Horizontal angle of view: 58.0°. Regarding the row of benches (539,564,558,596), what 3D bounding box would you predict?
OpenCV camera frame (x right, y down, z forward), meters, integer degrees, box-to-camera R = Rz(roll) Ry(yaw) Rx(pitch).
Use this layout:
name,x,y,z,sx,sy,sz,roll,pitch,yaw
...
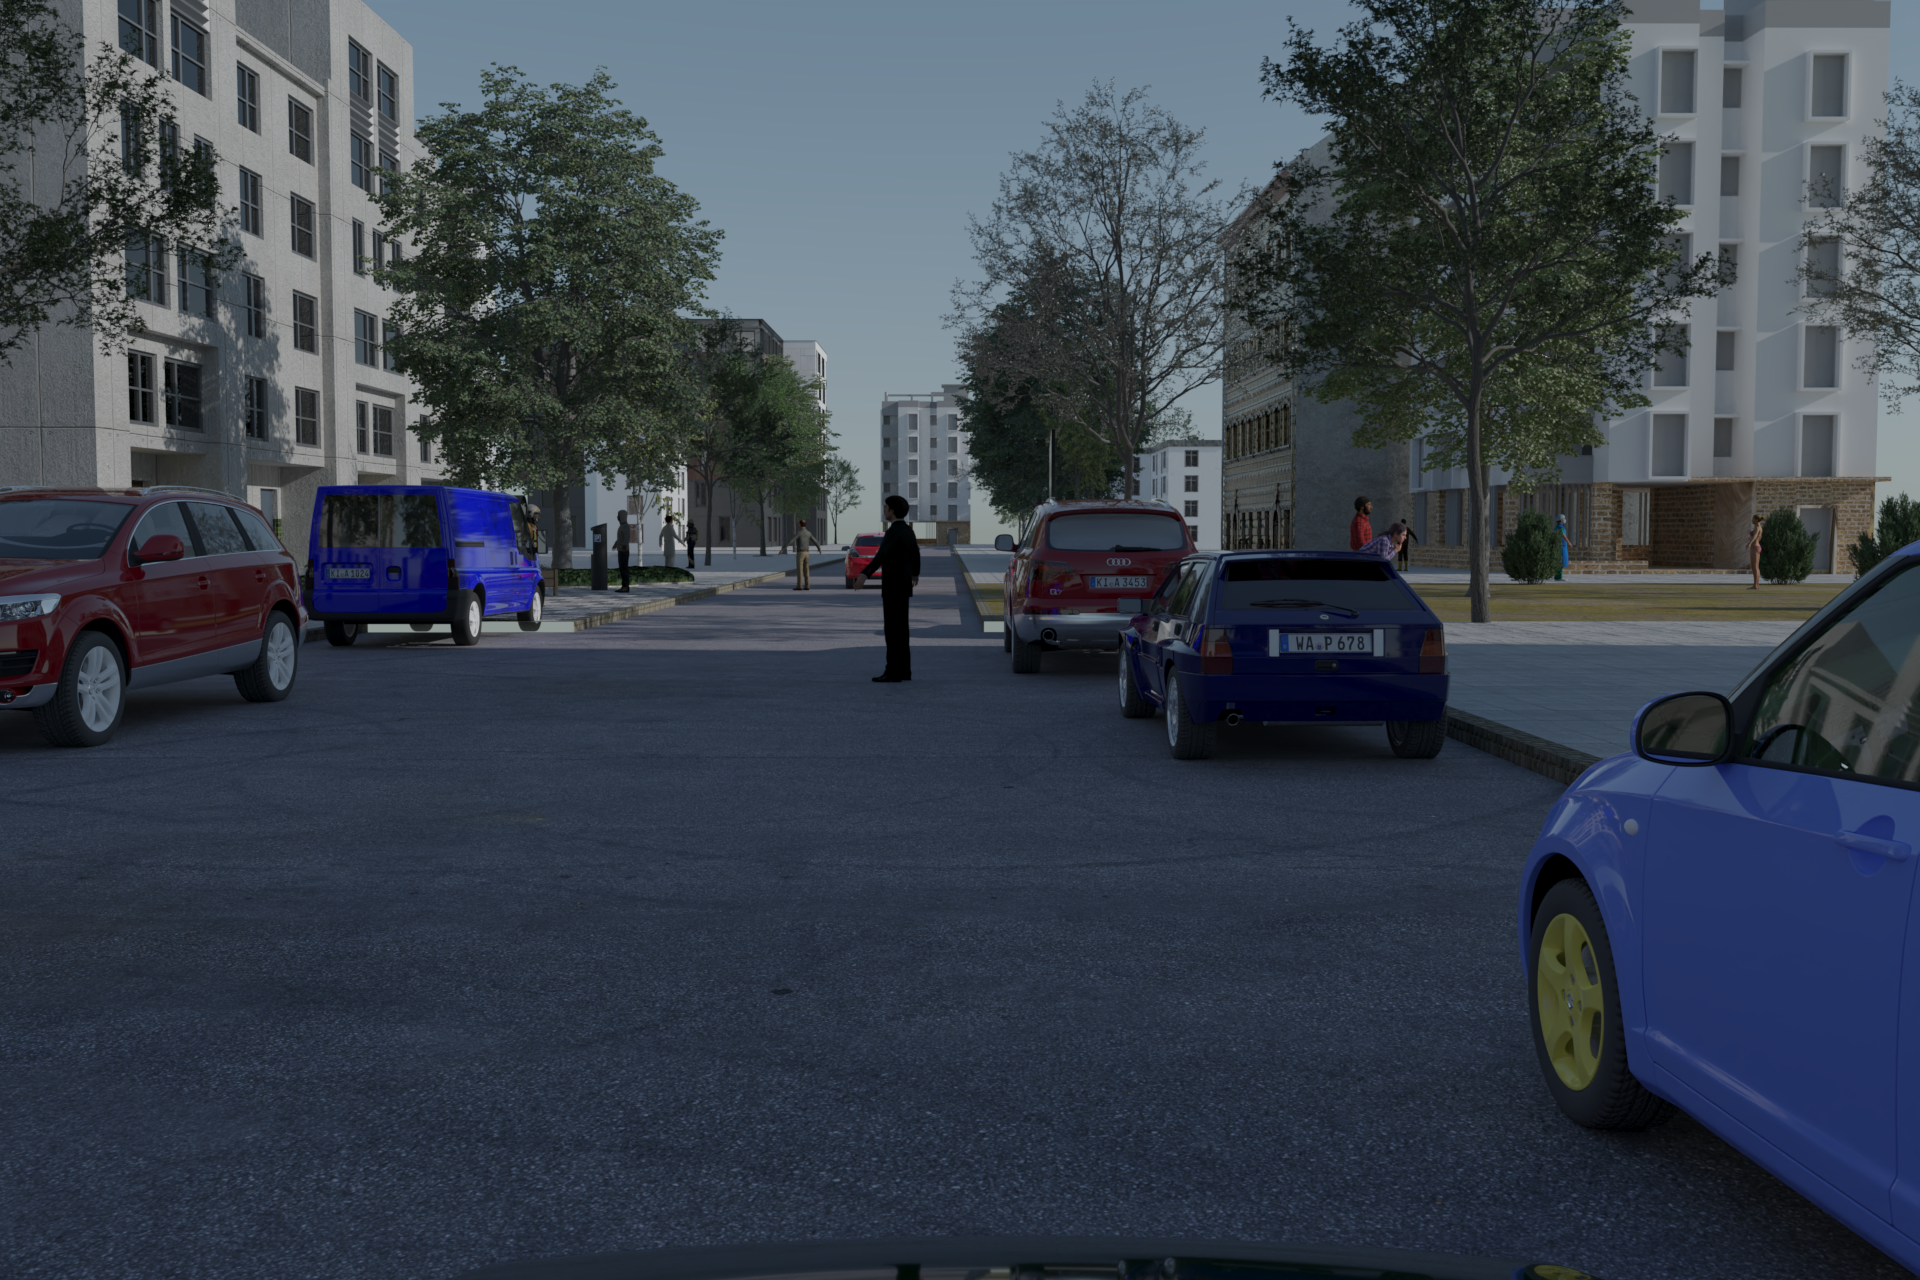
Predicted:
name,x,y,z,sx,sy,sz,roll,pitch,yaw
row of benches,-9.998,-1.326,37.144,4.104,0.672,1.422,3,5,42

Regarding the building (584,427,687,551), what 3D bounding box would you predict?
name,x,y,z,sx,sy,sz,roll,pitch,yaw
building,-27.897,-12.658,149.104,9.099,9.664,28.070,0,4,-1

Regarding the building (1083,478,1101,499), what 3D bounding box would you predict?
name,x,y,z,sx,sy,sz,roll,pitch,yaw
building,17.639,-15.678,198.478,9.099,9.664,28.070,0,4,-1

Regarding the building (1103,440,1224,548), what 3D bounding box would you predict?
name,x,y,z,sx,sy,sz,roll,pitch,yaw
building,19.201,-13.825,168.180,9.099,9.664,28.070,0,3,0

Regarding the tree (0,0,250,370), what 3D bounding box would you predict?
name,x,y,z,sx,sy,sz,roll,pitch,yaw
tree,-13.537,-5.386,22.470,8.767,10.594,7.601,-1,4,-12

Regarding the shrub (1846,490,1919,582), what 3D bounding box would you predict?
name,x,y,z,sx,sy,sz,roll,pitch,yaw
shrub,15.955,-1.527,29.382,1.690,2.028,1.600,0,3,0

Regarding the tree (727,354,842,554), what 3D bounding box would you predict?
name,x,y,z,sx,sy,sz,roll,pitch,yaw
tree,-11.288,-11.710,109.591,7.486,12.596,7.792,0,3,0

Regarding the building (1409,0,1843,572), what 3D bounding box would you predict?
name,x,y,z,sx,sy,sz,roll,pitch,yaw
building,23.069,-12.908,67.474,16.016,20.090,11.380,0,4,-1

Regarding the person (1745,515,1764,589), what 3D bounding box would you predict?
name,x,y,z,sx,sy,sz,roll,pitch,yaw
person,18.382,-2.043,40.204,0.721,1.733,1.217,2,4,32

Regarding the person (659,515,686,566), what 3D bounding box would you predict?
name,x,y,z,sx,sy,sz,roll,pitch,yaw
person,-8.168,-2.610,48.853,0.705,1.806,1.347,-3,5,-41

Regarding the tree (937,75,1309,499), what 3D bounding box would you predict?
name,x,y,z,sx,sy,sz,roll,pitch,yaw
tree,4.494,-8.322,46.440,12.009,13.543,11.850,0,3,0

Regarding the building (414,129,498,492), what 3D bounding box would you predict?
name,x,y,z,sx,sy,sz,roll,pitch,yaw
building,-30.377,-13.818,82.349,16.016,20.090,11.380,0,4,0

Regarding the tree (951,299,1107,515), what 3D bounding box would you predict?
name,x,y,z,sx,sy,sz,roll,pitch,yaw
tree,4.281,-11.361,92.401,9.857,13.997,8.962,0,3,0

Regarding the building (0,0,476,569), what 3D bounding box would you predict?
name,x,y,z,sx,sy,sz,roll,pitch,yaw
building,-28.140,-11.519,54.787,16.747,18.905,31.486,0,4,0

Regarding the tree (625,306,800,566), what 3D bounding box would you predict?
name,x,y,z,sx,sy,sz,roll,pitch,yaw
tree,-9.934,-8.301,70.138,7.601,10.594,8.767,-2,4,-30

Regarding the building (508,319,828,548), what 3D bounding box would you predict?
name,x,y,z,sx,sy,sz,roll,pitch,yaw
building,-29.112,-20.599,180.770,27.936,21.610,32.646,0,4,0

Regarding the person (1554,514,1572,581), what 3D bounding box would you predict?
name,x,y,z,sx,sy,sz,roll,pitch,yaw
person,16.410,-2.517,47.283,0.704,1.817,1.347,0,4,4

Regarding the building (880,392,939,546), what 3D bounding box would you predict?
name,x,y,z,sx,sy,sz,roll,pitch,yaw
building,-9.874,-22.283,223.203,11.380,20.090,16.016,1,4,8

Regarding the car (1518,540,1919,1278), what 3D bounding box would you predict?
name,x,y,z,sx,sy,sz,roll,pitch,yaw
car,2.333,0.396,3.123,1.945,1.707,3.694,0,4,-2

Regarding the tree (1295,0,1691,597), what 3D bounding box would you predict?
name,x,y,z,sx,sy,sz,roll,pitch,yaw
tree,10.701,-7.176,35.462,7.486,12.596,7.792,0,3,0

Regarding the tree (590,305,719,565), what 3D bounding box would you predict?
name,x,y,z,sx,sy,sz,roll,pitch,yaw
tree,-10.238,-6.466,56.076,4.737,8.622,4.395,0,3,0

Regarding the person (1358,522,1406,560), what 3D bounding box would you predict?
name,x,y,z,sx,sy,sz,roll,pitch,yaw
person,5.197,-0.753,21.584,0.697,1.427,0.421,1,4,17

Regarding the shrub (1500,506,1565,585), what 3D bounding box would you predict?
name,x,y,z,sx,sy,sz,roll,pitch,yaw
shrub,14.552,-2.424,44.052,1.690,2.028,1.600,0,3,0

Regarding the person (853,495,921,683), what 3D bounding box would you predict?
name,x,y,z,sx,sy,sz,roll,pitch,yaw
person,-0.645,-0.501,16.842,0.705,1.806,1.347,1,4,22

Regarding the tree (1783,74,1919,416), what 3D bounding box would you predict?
name,x,y,z,sx,sy,sz,roll,pitch,yaw
tree,22.599,-7.691,36.112,12.009,13.543,11.850,0,3,0

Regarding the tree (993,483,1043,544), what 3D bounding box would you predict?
name,x,y,z,sx,sy,sz,roll,pitch,yaw
tree,7.858,-18.209,215.837,7.486,12.596,7.792,0,3,0

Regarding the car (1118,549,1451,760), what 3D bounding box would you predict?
name,x,y,z,sx,sy,sz,roll,pitch,yaw
car,2.157,0.013,12.368,1.945,1.354,3.894,0,4,-2

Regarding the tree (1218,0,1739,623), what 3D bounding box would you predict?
name,x,y,z,sx,sy,sz,roll,pitch,yaw
tree,7.229,-5.535,24.907,7.601,10.594,8.767,1,4,10

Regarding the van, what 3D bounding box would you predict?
name,x,y,z,sx,sy,sz,roll,pitch,yaw
van,-7.162,-1.191,23.863,2.240,2.365,5.245,0,4,0

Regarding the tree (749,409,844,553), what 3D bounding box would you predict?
name,x,y,z,sx,sy,sz,roll,pitch,yaw
tree,-11.750,-11.348,119.947,8.767,10.594,7.601,3,4,39

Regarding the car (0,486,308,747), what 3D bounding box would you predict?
name,x,y,z,sx,sy,sz,roll,pitch,yaw
car,-6.811,-0.285,13.328,2.281,1.827,5.304,0,3,0

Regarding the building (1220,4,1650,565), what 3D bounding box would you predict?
name,x,y,z,sx,sy,sz,roll,pitch,yaw
building,22.966,-15.265,80.511,19.493,23.208,18.063,0,4,-1

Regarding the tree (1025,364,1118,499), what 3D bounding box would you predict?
name,x,y,z,sx,sy,sz,roll,pitch,yaw
tree,5.367,-7.343,70.421,4.360,8.622,3.978,0,3,0

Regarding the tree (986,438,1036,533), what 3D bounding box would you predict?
name,x,y,z,sx,sy,sz,roll,pitch,yaw
tree,4.185,-9.627,107.771,4.360,8.622,3.978,0,3,0

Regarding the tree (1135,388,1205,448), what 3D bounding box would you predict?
name,x,y,z,sx,sy,sz,roll,pitch,yaw
tree,25.056,-22.275,220.083,12.611,20.169,13.585,0,3,0

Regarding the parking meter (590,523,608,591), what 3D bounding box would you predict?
name,x,y,z,sx,sy,sz,roll,pitch,yaw
parking meter,-8.210,-1.895,39.401,0.372,1.533,0.369,0,3,0

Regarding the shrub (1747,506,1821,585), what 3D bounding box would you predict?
name,x,y,z,sx,sy,sz,roll,pitch,yaw
shrub,20.881,-2.416,43.917,1.690,2.028,1.600,0,3,0

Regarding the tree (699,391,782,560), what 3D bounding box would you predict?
name,x,y,z,sx,sy,sz,roll,pitch,yaw
tree,-11.381,-8.300,86.060,4.360,8.622,3.978,0,3,0

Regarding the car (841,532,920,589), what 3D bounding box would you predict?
name,x,y,z,sx,sy,sz,roll,pitch,yaw
car,-2.149,-2.310,46.802,2.155,1.783,4.494,0,4,-1

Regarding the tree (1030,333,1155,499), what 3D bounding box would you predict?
name,x,y,z,sx,sy,sz,roll,pitch,yaw
tree,4.515,-6.813,61.757,4.737,8.622,4.395,0,3,0

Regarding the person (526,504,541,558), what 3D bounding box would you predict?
name,x,y,z,sx,sy,sz,roll,pitch,yaw
person,-8.314,-1.709,33.714,0.705,1.858,1.354,0,4,-1

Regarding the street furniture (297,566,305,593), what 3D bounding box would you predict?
name,x,y,z,sx,sy,sz,roll,pitch,yaw
street furniture,-17.251,-1.225,35.658,10.072,0.657,5.734,-1,4,-9

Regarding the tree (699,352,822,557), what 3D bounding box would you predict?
name,x,y,z,sx,sy,sz,roll,pitch,yaw
tree,-11.462,-10.605,99.150,9.928,11.665,9.643,0,3,0

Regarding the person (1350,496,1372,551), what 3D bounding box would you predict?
name,x,y,z,sx,sy,sz,roll,pitch,yaw
person,5.698,-1.121,24.435,0.704,1.816,1.345,1,4,15

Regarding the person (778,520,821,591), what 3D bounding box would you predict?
name,x,y,z,sx,sy,sz,roll,pitch,yaw
person,-4.015,-2.156,43.986,1.348,1.796,0.705,-3,5,-43

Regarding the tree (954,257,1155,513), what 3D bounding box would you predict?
name,x,y,z,sx,sy,sz,roll,pitch,yaw
tree,4.505,-10.533,78.865,9.857,13.997,8.962,0,3,0

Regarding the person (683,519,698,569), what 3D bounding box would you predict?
name,x,y,z,sx,sy,sz,roll,pitch,yaw
person,-10.006,-3.572,64.185,0.705,1.856,1.354,-2,4,-25

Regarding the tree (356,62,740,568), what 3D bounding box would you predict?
name,x,y,z,sx,sy,sz,roll,pitch,yaw
tree,-10.786,-8.531,46.137,9.857,13.997,8.962,0,3,0

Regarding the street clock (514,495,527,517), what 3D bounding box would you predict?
name,x,y,z,sx,sy,sz,roll,pitch,yaw
street clock,-8.194,-1.688,32.165,0.358,2.002,0.471,0,4,1

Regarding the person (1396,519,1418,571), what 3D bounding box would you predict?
name,x,y,z,sx,sy,sz,roll,pitch,yaw
person,15.269,-3.279,59.756,1.346,1.812,0.704,-1,4,-18

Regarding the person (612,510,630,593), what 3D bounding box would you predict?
name,x,y,z,sx,sy,sz,roll,pitch,yaw
person,-7.395,-1.943,37.900,0.705,1.813,1.348,-1,4,-21

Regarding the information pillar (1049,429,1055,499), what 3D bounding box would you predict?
name,x,y,z,sx,sy,sz,roll,pitch,yaw
information pillar,2.066,-2.903,38.823,0.183,3.616,0.504,0,4,-2

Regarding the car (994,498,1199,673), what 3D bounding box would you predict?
name,x,y,z,sx,sy,sz,roll,pitch,yaw
car,1.538,-0.652,19.339,2.281,1.827,5.304,0,3,0

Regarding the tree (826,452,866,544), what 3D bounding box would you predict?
name,x,y,z,sx,sy,sz,roll,pitch,yaw
tree,-16.066,-18.072,221.229,9.928,11.665,9.643,0,3,0

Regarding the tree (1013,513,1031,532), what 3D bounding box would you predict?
name,x,y,z,sx,sy,sz,roll,pitch,yaw
tree,7.976,-16.653,222.630,4.737,8.622,4.395,0,3,0

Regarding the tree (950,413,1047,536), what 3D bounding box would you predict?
name,x,y,z,sx,sy,sz,roll,pitch,yaw
tree,4.807,-13.410,129.630,12.009,13.543,11.850,0,3,0

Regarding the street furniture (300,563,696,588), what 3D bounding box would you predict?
name,x,y,z,sx,sy,sz,roll,pitch,yaw
street furniture,-11.626,-1.704,43.485,10.072,0.657,5.734,-1,4,-13
